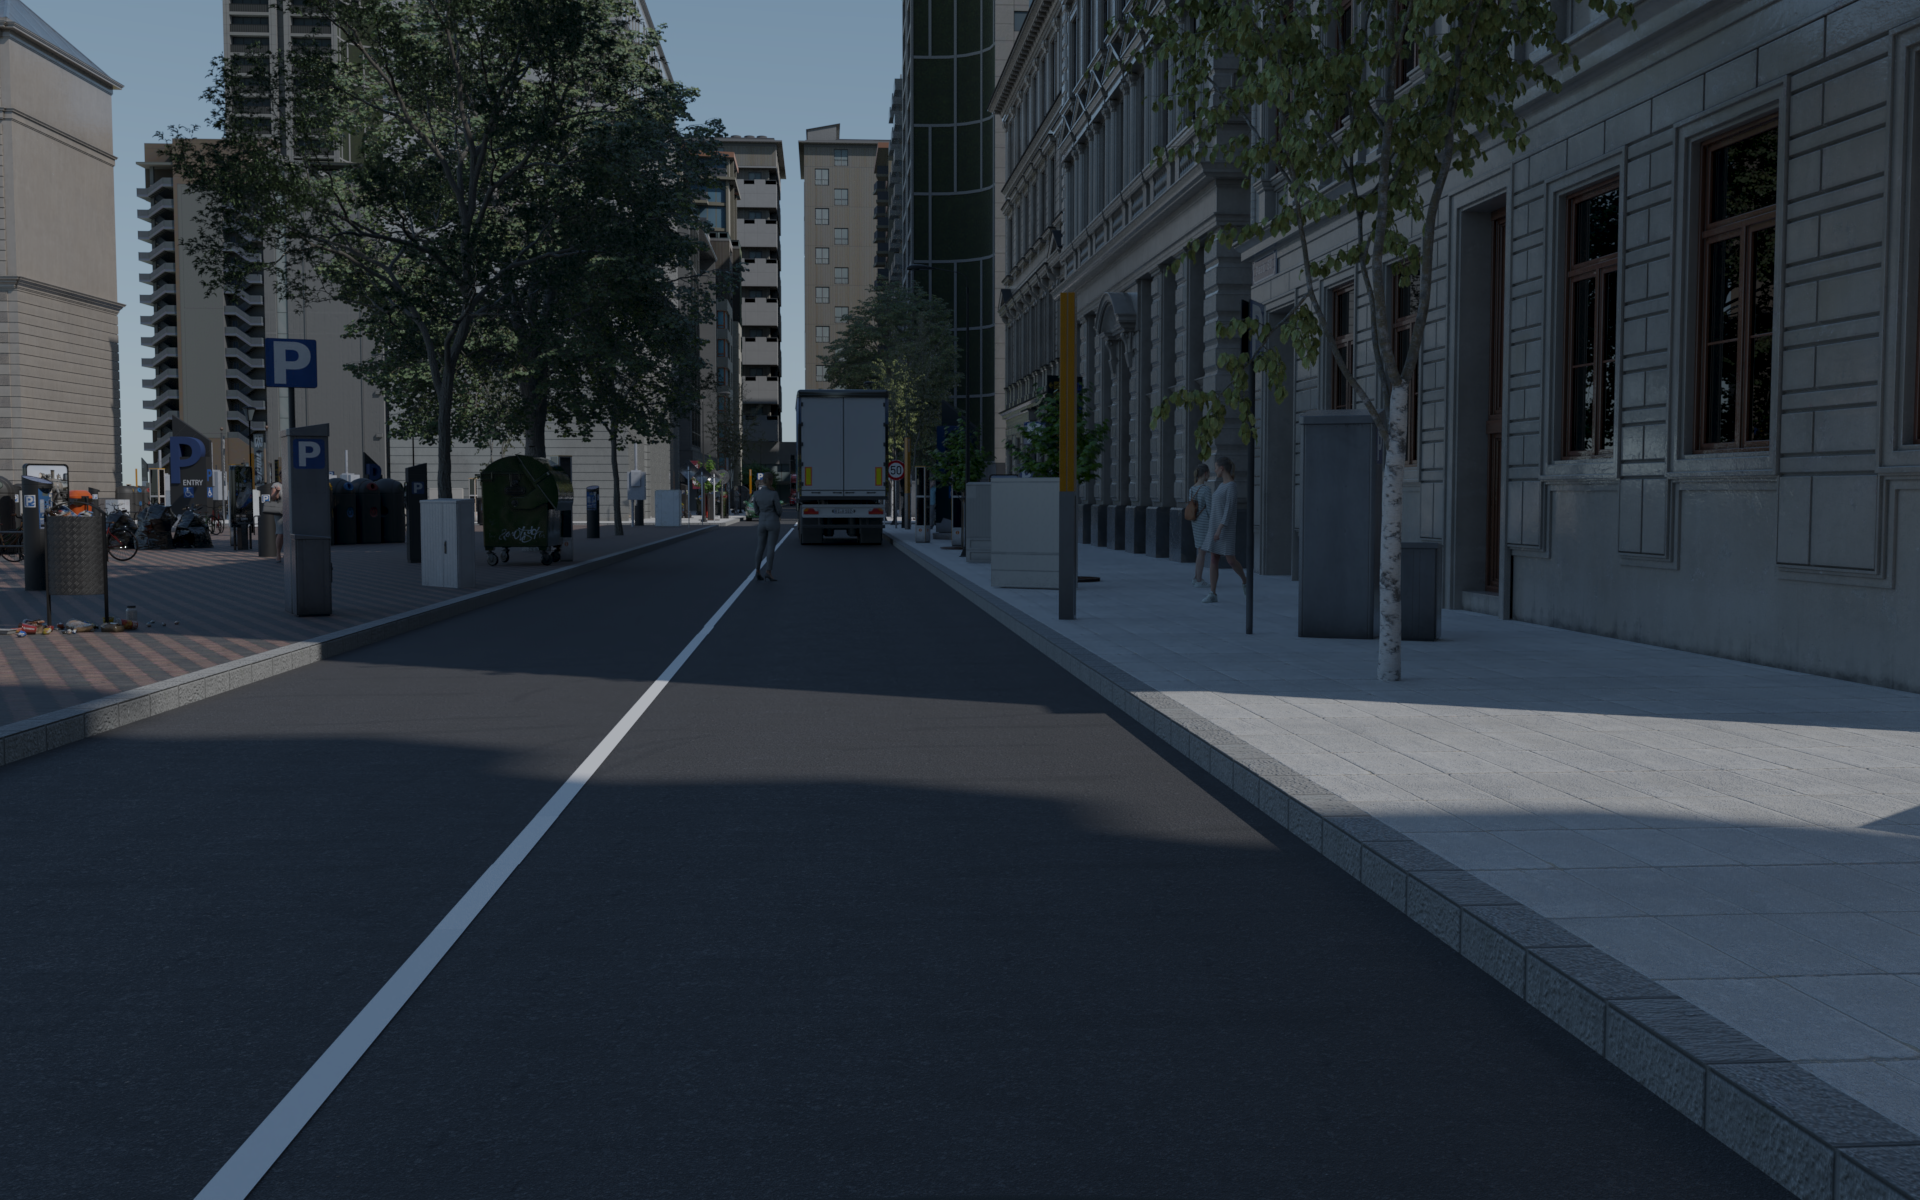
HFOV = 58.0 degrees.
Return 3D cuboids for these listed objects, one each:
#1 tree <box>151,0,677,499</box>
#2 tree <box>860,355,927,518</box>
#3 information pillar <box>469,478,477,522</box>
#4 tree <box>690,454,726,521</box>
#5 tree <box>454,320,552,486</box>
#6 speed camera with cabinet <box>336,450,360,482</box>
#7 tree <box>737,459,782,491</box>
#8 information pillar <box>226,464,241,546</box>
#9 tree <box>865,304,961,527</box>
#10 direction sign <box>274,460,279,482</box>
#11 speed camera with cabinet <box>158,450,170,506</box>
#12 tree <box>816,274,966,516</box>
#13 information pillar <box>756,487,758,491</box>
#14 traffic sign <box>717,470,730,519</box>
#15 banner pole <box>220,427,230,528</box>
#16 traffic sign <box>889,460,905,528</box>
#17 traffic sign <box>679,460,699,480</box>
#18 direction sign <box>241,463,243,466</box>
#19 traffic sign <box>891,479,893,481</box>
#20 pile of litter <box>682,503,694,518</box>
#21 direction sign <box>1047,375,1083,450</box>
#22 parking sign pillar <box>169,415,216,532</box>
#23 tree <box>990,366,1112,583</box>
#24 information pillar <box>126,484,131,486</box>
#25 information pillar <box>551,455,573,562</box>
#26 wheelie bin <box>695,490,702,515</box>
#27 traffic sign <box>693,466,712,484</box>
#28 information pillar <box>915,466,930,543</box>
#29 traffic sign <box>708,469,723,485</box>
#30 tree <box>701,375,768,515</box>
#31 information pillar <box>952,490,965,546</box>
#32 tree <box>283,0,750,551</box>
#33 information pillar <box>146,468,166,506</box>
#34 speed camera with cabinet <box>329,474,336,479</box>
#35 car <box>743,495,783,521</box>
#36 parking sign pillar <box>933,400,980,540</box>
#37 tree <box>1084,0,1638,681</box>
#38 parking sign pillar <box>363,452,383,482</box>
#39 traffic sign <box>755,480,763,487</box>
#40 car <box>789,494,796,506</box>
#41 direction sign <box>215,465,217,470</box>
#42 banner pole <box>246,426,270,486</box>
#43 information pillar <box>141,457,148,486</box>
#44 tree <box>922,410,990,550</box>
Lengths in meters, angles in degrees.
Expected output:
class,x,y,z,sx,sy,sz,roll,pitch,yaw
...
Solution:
class,x,y,z,sx,sy,sz,roll,pitch,yaw
tree,-7.609,-5.520,24.661,8.767,10.594,7.601,1,4,10
tree,-3.794,-8.623,91.349,4.737,8.622,4.395,0,3,0
information pillar,-22.479,-4.617,79.983,0.304,2.012,0.304,0,4,3
tree,-12.072,-5.457,83.820,1.663,3.219,1.824,0,3,0
tree,-17.719,-7.129,66.927,4.360,8.622,3.978,0,3,0
speed camera with cabinet,-26.845,-5.098,77.681,2.038,3.252,0.660,2,4,27
tree,-19.219,-10.939,162.558,4.285,4.588,4.351,0,3,0
information pillar,-17.899,-2.343,42.808,0.304,2.012,0.304,-1,4,-22
tree,-1.981,-7.192,67.946,4.360,8.622,3.978,0,3,0
direction sign,-44.550,-7.451,113.815,0.876,3.537,0.379,-1,4,-11
speed camera with cabinet,-35.388,-5.094,77.617,0.660,3.252,2.038,-3,5,-43
tree,-3.931,-11.942,101.912,9.857,13.997,8.962,0,3,0
information pillar,-17.330,-8.826,148.797,0.304,2.012,0.304,0,4,-3
traffic sign,-12.341,-5.492,89.895,0.768,2.556,0.104,0,4,-1
banner pole,-27.726,-4.601,65.236,0.401,3.779,0.863,-1,4,-14
traffic sign,-2.385,-3.948,64.662,0.768,2.556,0.104,0,4,1
traffic sign,-10.367,-4.060,66.111,0.795,2.593,0.064,0,4,1
direction sign,-51.465,-8.120,124.754,0.876,3.537,0.379,2,4,33
traffic sign,-2.767,-4.453,72.536,0.795,2.593,0.064,0,4,4
pile of litter,-15.004,-4.784,92.176,1.719,0.858,1.176,-1,4,-13
direction sign,2.007,-2.523,33.253,0.876,3.537,0.379,-3,4,-36
parking sign pillar,-26.034,-4.291,58.633,1.447,3.967,1.447,0,4,4
tree,1.419,-1.888,25.471,1.663,3.219,1.824,0,3,0
information pillar,-61.163,-7.522,127.481,0.304,2.012,0.304,-1,4,-15
information pillar,-7.563,-1.737,32.891,0.304,2.012,0.304,-3,5,-45
wheelie bin,-15.534,-5.883,104.092,0.693,1.594,0.980,-1,4,-18
traffic sign,-10.581,-4.206,70.957,0.795,2.593,0.064,0,4,-5
information pillar,-0.976,-2.509,45.513,0.304,2.012,0.304,2,4,26
traffic sign,-11.214,-4.693,78.917,0.795,2.593,0.064,0,4,-5
tree,-14.260,-9.626,107.752,4.360,8.622,3.978,0,3,0
information pillar,-0.036,-2.332,42.617,0.304,2.012,0.304,1,4,10
tree,-9.645,-8.072,38.636,9.857,13.997,8.962,0,3,0
information pillar,-22.956,-2.756,49.556,0.304,2.012,0.304,1,4,10
speed camera with cabinet,-29.499,-5.213,79.569,0.660,3.252,2.038,1,4,18
car,-10.518,-4.950,92.728,2.131,1.459,4.920,0,4,-5
parking sign pillar,-0.061,-3.711,49.147,1.447,3.967,1.447,3,4,38
tree,2.925,-3.765,11.917,4.737,8.622,4.395,0,3,0
parking sign pillar,-37.815,-7.533,111.631,1.447,3.967,1.447,2,4,25
traffic sign,-16.797,-8.885,145.375,0.768,2.556,0.104,0,4,1
car,-19.537,-12.201,208.527,2.155,1.783,4.494,0,4,-3
direction sign,-58.047,-8.762,135.252,0.379,3.537,0.876,-2,4,-27
banner pole,-25.574,-4.496,63.529,0.863,3.779,0.401,1,4,23
information pillar,-52.051,-7.294,110.603,0.504,3.616,0.183,1,4,23
tree,-0.085,-2.792,40.249,1.663,3.219,1.824,0,3,0
